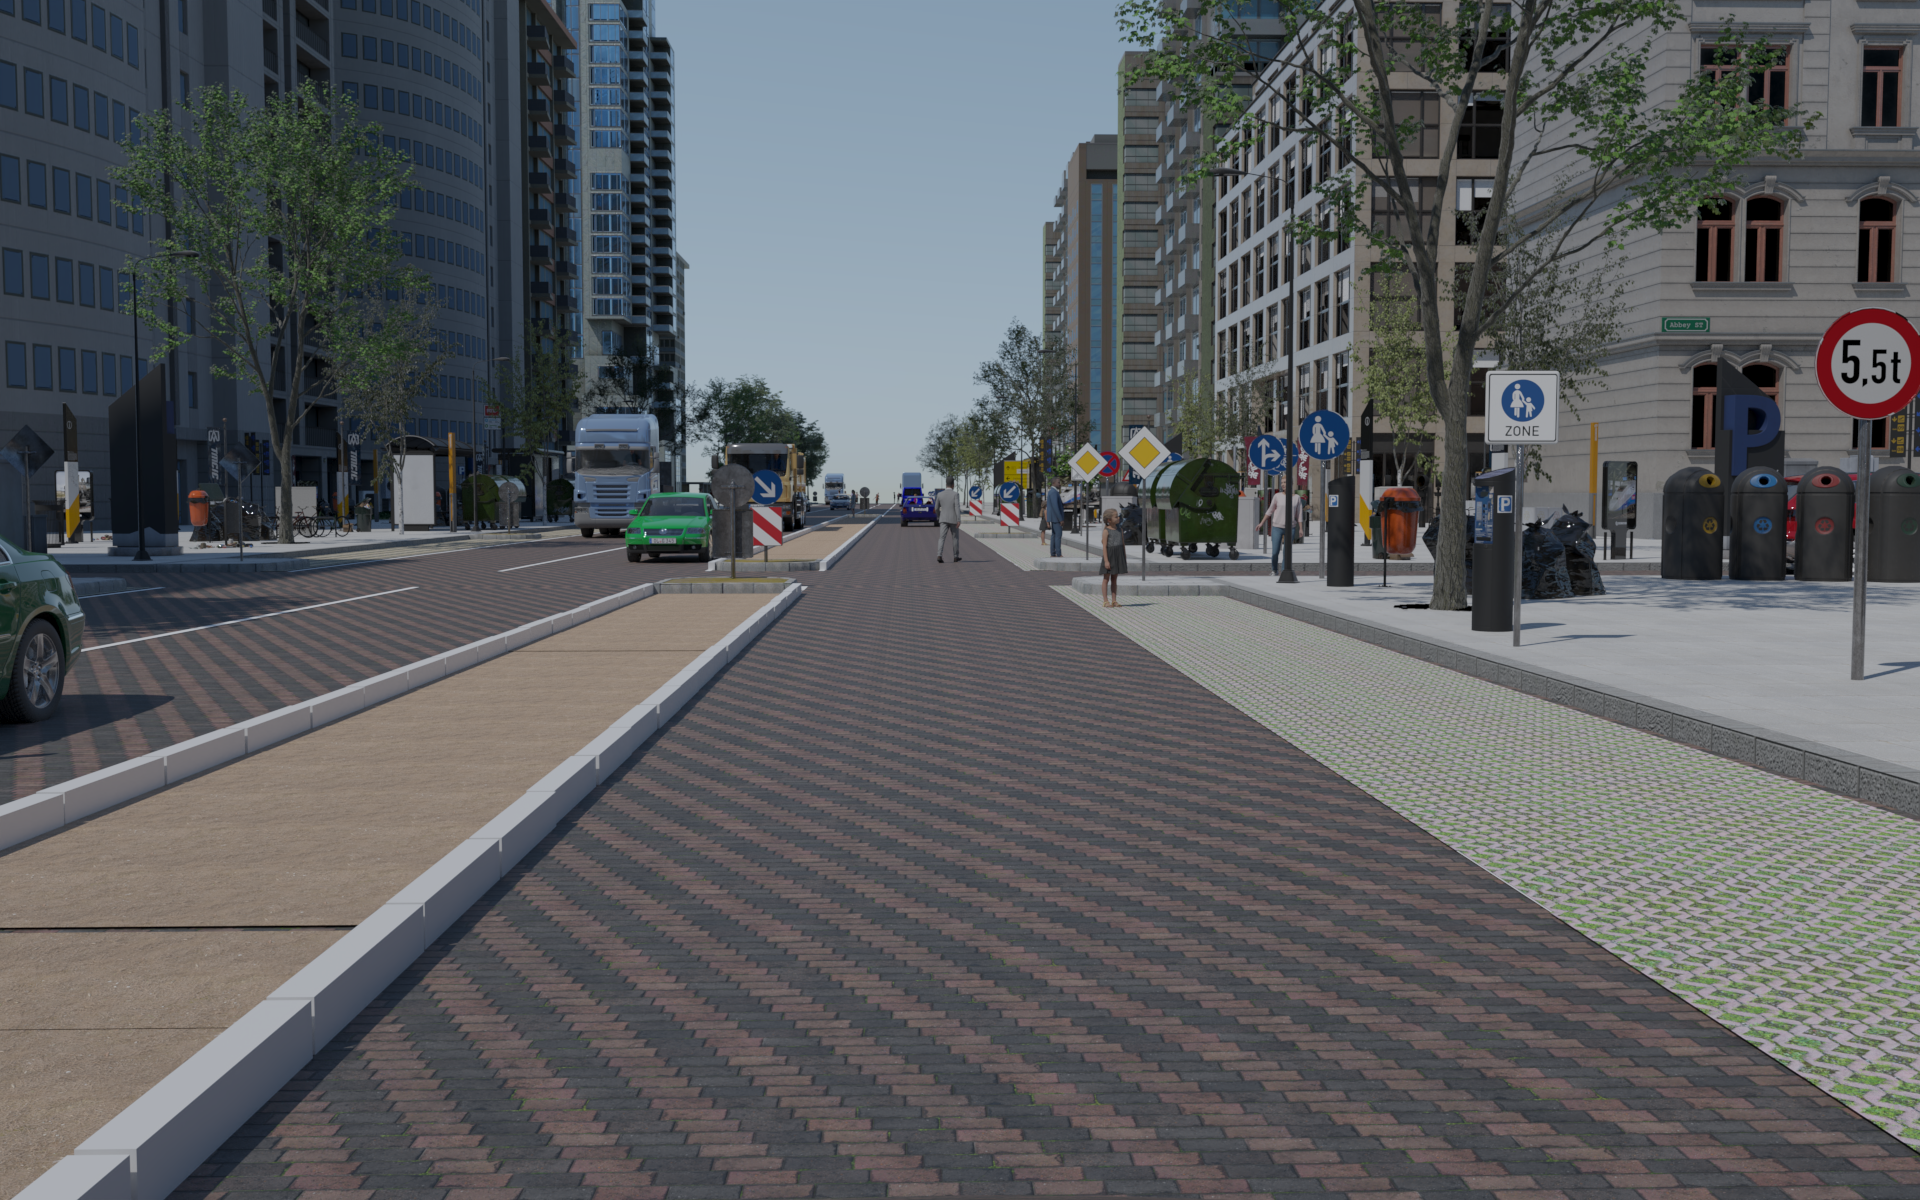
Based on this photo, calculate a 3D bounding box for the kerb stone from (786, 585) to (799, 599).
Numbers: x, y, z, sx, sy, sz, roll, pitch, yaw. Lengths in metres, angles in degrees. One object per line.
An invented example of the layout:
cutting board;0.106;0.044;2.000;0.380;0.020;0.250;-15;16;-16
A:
kerb stone;-2.296;-0.070;23.372;0.120;0.150;1.000;0;4;-2

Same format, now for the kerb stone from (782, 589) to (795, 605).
kerb stone;-2.258;-0.003;22.351;0.120;0.150;1.000;0;4;-2

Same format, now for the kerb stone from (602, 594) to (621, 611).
kerb stone;-4.335;0.057;21.277;0.120;0.150;1.000;0;4;-2

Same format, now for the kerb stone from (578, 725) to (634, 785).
kerb stone;-1.851;0.806;9.021;0.120;0.150;1.000;0;4;-2

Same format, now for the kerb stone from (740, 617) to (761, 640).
kerb stone;-2.108;0.305;17.234;0.120;0.150;1.000;0;4;-2

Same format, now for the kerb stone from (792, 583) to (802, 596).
kerb stone;-2.324;-0.134;24.404;0.120;0.150;1.000;0;4;-2

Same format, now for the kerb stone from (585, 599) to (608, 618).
kerb stone;-4.296;0.119;20.256;0.120;0.150;1.000;0;4;-2

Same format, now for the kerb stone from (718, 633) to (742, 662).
kerb stone;-2.040;0.430;15.170;0.120;0.150;1.000;0;4;-2

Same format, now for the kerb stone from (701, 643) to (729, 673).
kerb stone;-2.020;0.492;14.148;0.120;0.150;1.000;0;4;-2

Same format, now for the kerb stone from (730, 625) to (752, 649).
kerb stone;-2.076;0.366;16.207;0.120;0.150;1.000;0;4;-2

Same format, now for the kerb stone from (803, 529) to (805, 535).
kerb stone;-5.517;-2.296;59.742;0.120;0.150;1.000;0;4;-2

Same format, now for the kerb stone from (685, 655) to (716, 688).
kerb stone;-1.983;0.555;13.119;0.120;0.150;1.000;0;4;-2

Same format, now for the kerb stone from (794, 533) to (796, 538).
kerb stone;-5.354;-1.979;54.623;0.120;0.150;1.000;0;4;-2

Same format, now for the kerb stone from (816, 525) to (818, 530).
kerb stone;-5.765;-2.796;67.922;0.120;0.150;1.000;0;4;-2

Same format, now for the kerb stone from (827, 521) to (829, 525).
kerb stone;-6.044;-3.362;77.157;0.120;0.150;1.000;0;4;-2

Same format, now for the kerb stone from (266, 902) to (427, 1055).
kerb stone;-1.722;1.057;4.918;0.120;0.150;1.000;0;4;-2

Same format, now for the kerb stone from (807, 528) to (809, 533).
kerb stone;-5.577;-2.415;61.791;0.120;0.150;1.000;0;4;-2

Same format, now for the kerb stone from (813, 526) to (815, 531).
kerb stone;-5.710;-2.670;65.876;0.120;0.150;1.000;0;4;-2

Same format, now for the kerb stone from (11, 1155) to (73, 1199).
kerb stone;-1.659;1.184;2.872;0.120;0.150;1.000;0;4;-2

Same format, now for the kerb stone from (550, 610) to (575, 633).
kerb stone;-4.235;0.244;18.203;0.120;0.150;1.000;0;4;-2

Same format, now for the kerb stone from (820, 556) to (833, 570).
kerb stone;-2.627;-0.730;34.136;0.120;0.150;1.000;0;4;-2

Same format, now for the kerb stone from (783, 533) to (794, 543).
kerb stone;-5.323;-1.921;53.596;0.120;0.150;1.000;0;4;-2

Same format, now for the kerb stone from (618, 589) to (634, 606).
kerb stone;-4.364;-0.002;22.300;0.120;0.150;1.000;0;4;-2

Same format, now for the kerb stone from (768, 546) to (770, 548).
kerb stone;-5.037;-1.356;44.368;0.120;0.150;1.000;0;4;-2

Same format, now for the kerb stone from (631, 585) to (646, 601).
kerb stone;-4.396;-0.069;23.322;0.120;0.150;1.000;0;4;-2

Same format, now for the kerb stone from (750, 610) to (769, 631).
kerb stone;-2.138;0.241;18.256;0.120;0.150;1.000;0;4;-2

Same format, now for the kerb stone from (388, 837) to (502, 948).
kerb stone;-1.757;0.994;5.940;0.120;0.150;1.000;0;4;-2

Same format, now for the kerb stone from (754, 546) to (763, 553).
kerb stone;-4.980;-1.231;42.322;0.120;0.150;1.000;0;4;-2

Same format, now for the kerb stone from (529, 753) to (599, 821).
kerb stone;-1.829;0.869;7.986;0.120;0.150;1.000;0;4;-2

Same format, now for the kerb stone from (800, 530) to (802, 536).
kerb stone;-5.441;-2.169;57.691;0.120;0.150;1.000;0;4;-2

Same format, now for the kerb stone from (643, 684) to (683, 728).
kerb stone;-1.911;0.680;11.076;0.120;0.150;1.000;0;4;-2

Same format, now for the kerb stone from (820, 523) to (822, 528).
kerb stone;-5.862;-2.985;71.001;0.120;0.150;1.000;0;4;-2

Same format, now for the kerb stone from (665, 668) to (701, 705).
kerb stone;-1.946;0.618;12.098;0.120;0.150;1.000;0;4;-2

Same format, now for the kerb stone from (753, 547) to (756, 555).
kerb stone;-4.914;-1.105;40.262;0.120;0.150;1.000;0;4;-2

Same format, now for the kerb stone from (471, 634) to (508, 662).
kerb stone;-4.145;0.433;15.124;0.120;0.150;1.000;0;4;-2

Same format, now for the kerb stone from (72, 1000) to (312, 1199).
kerb stone;-1.689;1.119;3.893;0.120;0.150;1.000;0;4;-2

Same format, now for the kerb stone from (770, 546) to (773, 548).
kerb stone;-5.080;-1.418;45.399;0.120;0.150;1.000;0;4;-2

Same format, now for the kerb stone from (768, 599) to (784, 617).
kerb stone;-2.192;0.121;20.307;0.120;0.150;1.000;0;4;-2

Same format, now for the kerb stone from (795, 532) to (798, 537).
kerb stone;-5.388;-2.046;55.644;0.120;0.150;1.000;0;4;-2

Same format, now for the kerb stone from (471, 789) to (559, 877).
kerb stone;-1.786;0.932;6.965;0.120;0.150;1.000;0;4;-2

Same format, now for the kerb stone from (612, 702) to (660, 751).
kerb stone;-1.890;0.744;10.048;0.120;0.150;1.000;0;4;-2

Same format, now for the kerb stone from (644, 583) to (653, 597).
kerb stone;-4.421;-0.131;24.344;0.120;0.150;1.000;0;4;-2

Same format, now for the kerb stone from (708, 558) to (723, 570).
kerb stone;-4.691;-0.666;33.091;0.120;0.150;1.000;0;4;-2

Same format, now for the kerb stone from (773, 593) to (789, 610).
kerb stone;-2.232;0.053;21.328;0.120;0.150;1.000;0;4;-2

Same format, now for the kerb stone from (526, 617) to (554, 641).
kerb stone;-4.212;0.307;17.181;0.120;0.150;1.000;0;4;-2

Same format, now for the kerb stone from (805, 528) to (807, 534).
kerb stone;-5.548;-2.359;60.769;0.120;0.150;1.000;0;4;-2

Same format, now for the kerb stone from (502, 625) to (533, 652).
kerb stone;-4.176;0.374;16.159;0.120;0.150;1.000;0;4;-2

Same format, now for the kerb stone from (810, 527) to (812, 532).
kerb stone;-5.646;-2.547;63.833;0.120;0.150;1.000;0;4;-2

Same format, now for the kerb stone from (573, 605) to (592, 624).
kerb stone;-4.266;0.191;19.232;0.120;0.150;1.000;0;4;-2

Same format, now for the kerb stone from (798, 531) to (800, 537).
kerb stone;-5.415;-2.108;56.666;0.120;0.150;1.000;0;4;-2

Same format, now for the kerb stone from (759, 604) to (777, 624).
kerb stone;-2.169;0.178;19.279;0.120;0.150;1.000;0;4;-2
